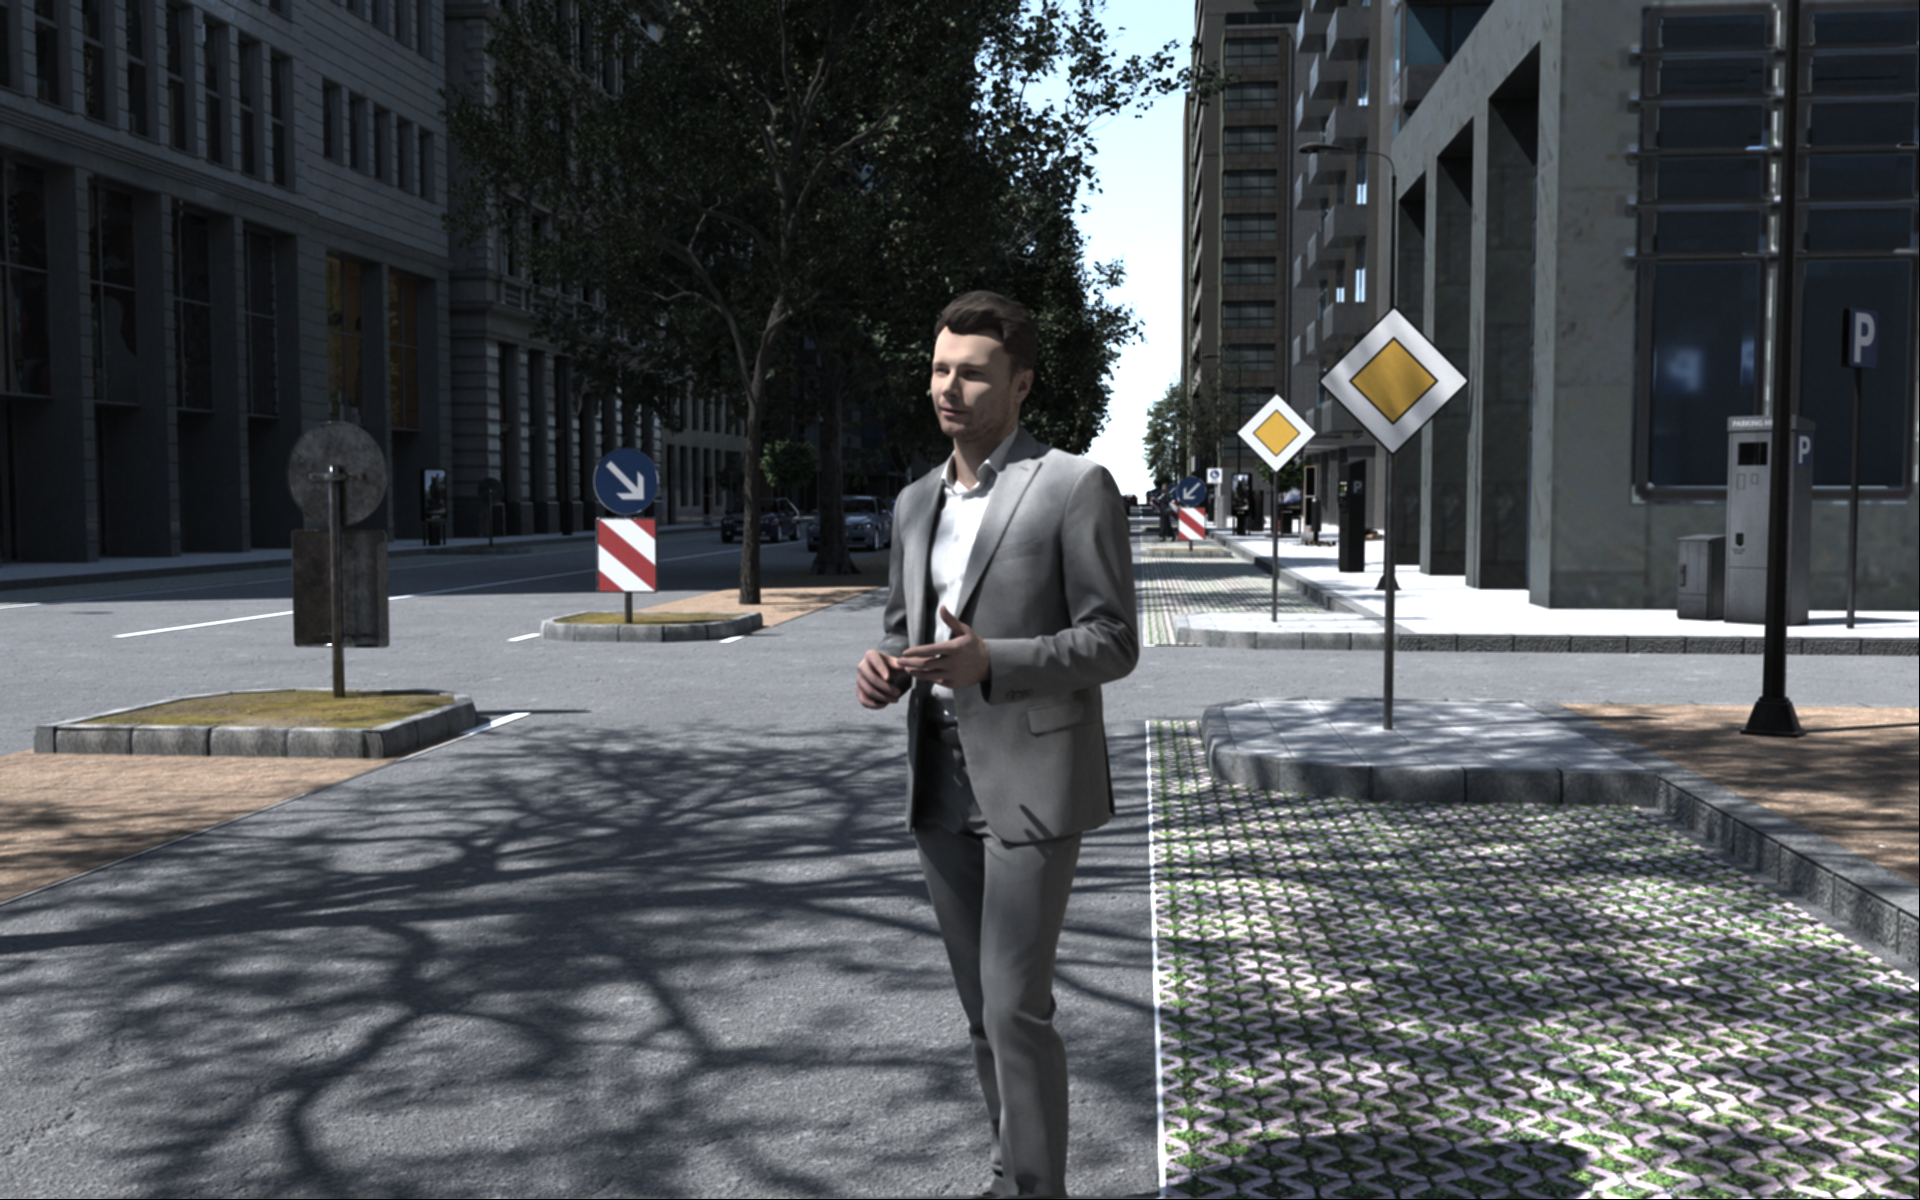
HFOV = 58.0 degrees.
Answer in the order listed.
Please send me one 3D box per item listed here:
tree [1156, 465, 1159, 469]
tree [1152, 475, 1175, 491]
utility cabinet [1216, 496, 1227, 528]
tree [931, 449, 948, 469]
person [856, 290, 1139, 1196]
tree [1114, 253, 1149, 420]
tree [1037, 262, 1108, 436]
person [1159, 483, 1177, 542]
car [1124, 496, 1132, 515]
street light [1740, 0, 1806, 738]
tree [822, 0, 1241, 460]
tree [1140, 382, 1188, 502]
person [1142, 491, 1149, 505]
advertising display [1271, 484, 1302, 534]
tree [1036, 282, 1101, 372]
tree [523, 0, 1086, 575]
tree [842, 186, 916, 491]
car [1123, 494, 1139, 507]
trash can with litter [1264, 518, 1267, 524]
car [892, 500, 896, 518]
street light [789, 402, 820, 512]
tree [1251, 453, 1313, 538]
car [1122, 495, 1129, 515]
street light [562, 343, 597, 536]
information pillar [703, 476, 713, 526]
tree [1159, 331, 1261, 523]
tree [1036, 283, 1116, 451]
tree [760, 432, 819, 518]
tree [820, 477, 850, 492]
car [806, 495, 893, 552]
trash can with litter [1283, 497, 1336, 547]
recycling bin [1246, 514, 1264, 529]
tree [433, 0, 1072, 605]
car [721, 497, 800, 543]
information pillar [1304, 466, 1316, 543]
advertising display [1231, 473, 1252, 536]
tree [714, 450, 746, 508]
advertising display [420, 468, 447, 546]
[{"bbox_3d":[28.294,-17.608,238.246,4.360,8.622,3.978,0,3,0],"label":"tree"},{"bbox_3d":[29.010,-16.076,246.554,4.285,4.588,4.351,0,3,0],"label":"tree"},{"bbox_3d":[10.031,-3.380,66.420,0.306,1.237,1.020,1,4,15],"label":"utility cabinet"},{"bbox_3d":[-1.185,-13.280,167.490,4.360,8.622,3.978,0,3,0],"label":"tree"},{"bbox_3d":[0.005,0.340,3.149,0.606,1.804,0.583,3,5,39],"label":"person"},{"bbox_3d":[1.731,-8.607,60.196,9.611,12.733,9.660,0,3,0],"label":"tree"},{"bbox_3d":[2.879,-9.723,79.557,7.486,12.596,7.792,0,3,0],"label":"tree"},{"bbox_3d":[6.145,-2.610,51.594,0.534,1.772,0.576,-3,4,-36],"label":"person"},{"bbox_3d":[10.989,-6.615,120.731,1.945,1.354,3.894,0,4,5],"label":"car"},{"bbox_3d":[3.819,-2.240,9.165,1.470,5.913,1.316,0,4,6],"label":"street light"},{"bbox_3d":[0.937,-11.588,47.818,12.611,20.169,13.585,0,3,0],"label":"tree"},{"bbox_3d":[21.635,-15.732,175.338,7.486,12.596,7.792,0,3,0],"label":"tree"},{"bbox_3d":[21.937,-11.868,202.482,1.348,1.831,0.705,3,5,42],"label":"person"},{"bbox_3d":[10.482,-3.081,55.582,0.974,1.923,0.123,1,4,14],"label":"advertising display"},{"bbox_3d":[2.322,-8.693,70.343,9.928,11.665,9.643,0,3,0],"label":"tree"},{"bbox_3d":[-2.276,-6.783,30.373,9.611,12.733,9.660,0,3,0],"label":"tree"},{"bbox_3d":[-1.226,-5.307,39.589,4.737,8.622,4.395,0,3,0],"label":"tree"},{"bbox_3d":[19.085,-11.369,194.925,2.155,1.783,4.494,0,4,5],"label":"car"},{"bbox_3d":[12.692,-3.826,73.944,0.624,1.170,1.055,-2,4,-32],"label":"trash can with litter"},{"bbox_3d":[-2.583,-5.007,91.448,1.945,1.707,3.694,0,4,5],"label":"car"},{"bbox_3d":[-8.083,-7.047,87.758,1.470,5.913,1.316,0,4,6],"label":"street light"},{"bbox_3d":[9.650,-3.457,51.119,1.663,3.219,1.824,0,3,0],"label":"tree"},{"bbox_3d":[10.342,-6.381,116.334,2.014,1.417,4.499,0,4,7],"label":"car"},{"bbox_3d":[-11.660,-4.953,53.525,1.470,5.913,1.316,0,4,6],"label":"street light"},{"bbox_3d":[-10.239,-4.027,70.339,0.304,2.012,0.304,1,4,13],"label":"information pillar"},{"bbox_3d":[11.302,-7.790,77.733,4.360,8.622,3.978,0,3,0],"label":"tree"},{"bbox_3d":[3.747,-10.955,88.226,9.857,13.997,8.962,0,3,0],"label":"tree"},{"bbox_3d":[-9.092,-6.630,92.114,4.285,4.588,4.351,0,3,0],"label":"tree"},{"bbox_3d":[-7.269,-6.662,103.528,1.663,3.219,1.824,0,3,0],"label":"tree"},{"bbox_3d":[-2.764,-1.998,44.663,2.014,1.417,4.499,0,4,6],"label":"car"},{"bbox_3d":[8.774,-1.951,42.964,1.678,1.210,2.233,0,4,5],"label":"trash can with litter"},{"bbox_3d":[10.869,-3.189,64.693,0.722,1.027,0.722,-2,4,-28],"label":"recycling bin"},{"bbox_3d":[-2.778,-5.192,21.753,8.767,10.594,7.601,0,4,6],"label":"tree"},{"bbox_3d":[-5.964,-2.408,51.945,1.945,1.354,3.894,0,4,7],"label":"car"},{"bbox_3d":[9.227,-2.519,45.671,0.304,2.012,0.304,1,4,9],"label":"information pillar"},{"bbox_3d":[8.665,-2.940,53.291,0.123,1.923,0.974,-2,4,-24],"label":"advertising display"},{"bbox_3d":[-10.036,-4.976,75.962,1.663,3.219,1.824,0,3,0],"label":"tree"},{"bbox_3d":[-13.092,-2.317,43.096,0.123,1.923,0.974,1,4,17],"label":"advertising display"}]
